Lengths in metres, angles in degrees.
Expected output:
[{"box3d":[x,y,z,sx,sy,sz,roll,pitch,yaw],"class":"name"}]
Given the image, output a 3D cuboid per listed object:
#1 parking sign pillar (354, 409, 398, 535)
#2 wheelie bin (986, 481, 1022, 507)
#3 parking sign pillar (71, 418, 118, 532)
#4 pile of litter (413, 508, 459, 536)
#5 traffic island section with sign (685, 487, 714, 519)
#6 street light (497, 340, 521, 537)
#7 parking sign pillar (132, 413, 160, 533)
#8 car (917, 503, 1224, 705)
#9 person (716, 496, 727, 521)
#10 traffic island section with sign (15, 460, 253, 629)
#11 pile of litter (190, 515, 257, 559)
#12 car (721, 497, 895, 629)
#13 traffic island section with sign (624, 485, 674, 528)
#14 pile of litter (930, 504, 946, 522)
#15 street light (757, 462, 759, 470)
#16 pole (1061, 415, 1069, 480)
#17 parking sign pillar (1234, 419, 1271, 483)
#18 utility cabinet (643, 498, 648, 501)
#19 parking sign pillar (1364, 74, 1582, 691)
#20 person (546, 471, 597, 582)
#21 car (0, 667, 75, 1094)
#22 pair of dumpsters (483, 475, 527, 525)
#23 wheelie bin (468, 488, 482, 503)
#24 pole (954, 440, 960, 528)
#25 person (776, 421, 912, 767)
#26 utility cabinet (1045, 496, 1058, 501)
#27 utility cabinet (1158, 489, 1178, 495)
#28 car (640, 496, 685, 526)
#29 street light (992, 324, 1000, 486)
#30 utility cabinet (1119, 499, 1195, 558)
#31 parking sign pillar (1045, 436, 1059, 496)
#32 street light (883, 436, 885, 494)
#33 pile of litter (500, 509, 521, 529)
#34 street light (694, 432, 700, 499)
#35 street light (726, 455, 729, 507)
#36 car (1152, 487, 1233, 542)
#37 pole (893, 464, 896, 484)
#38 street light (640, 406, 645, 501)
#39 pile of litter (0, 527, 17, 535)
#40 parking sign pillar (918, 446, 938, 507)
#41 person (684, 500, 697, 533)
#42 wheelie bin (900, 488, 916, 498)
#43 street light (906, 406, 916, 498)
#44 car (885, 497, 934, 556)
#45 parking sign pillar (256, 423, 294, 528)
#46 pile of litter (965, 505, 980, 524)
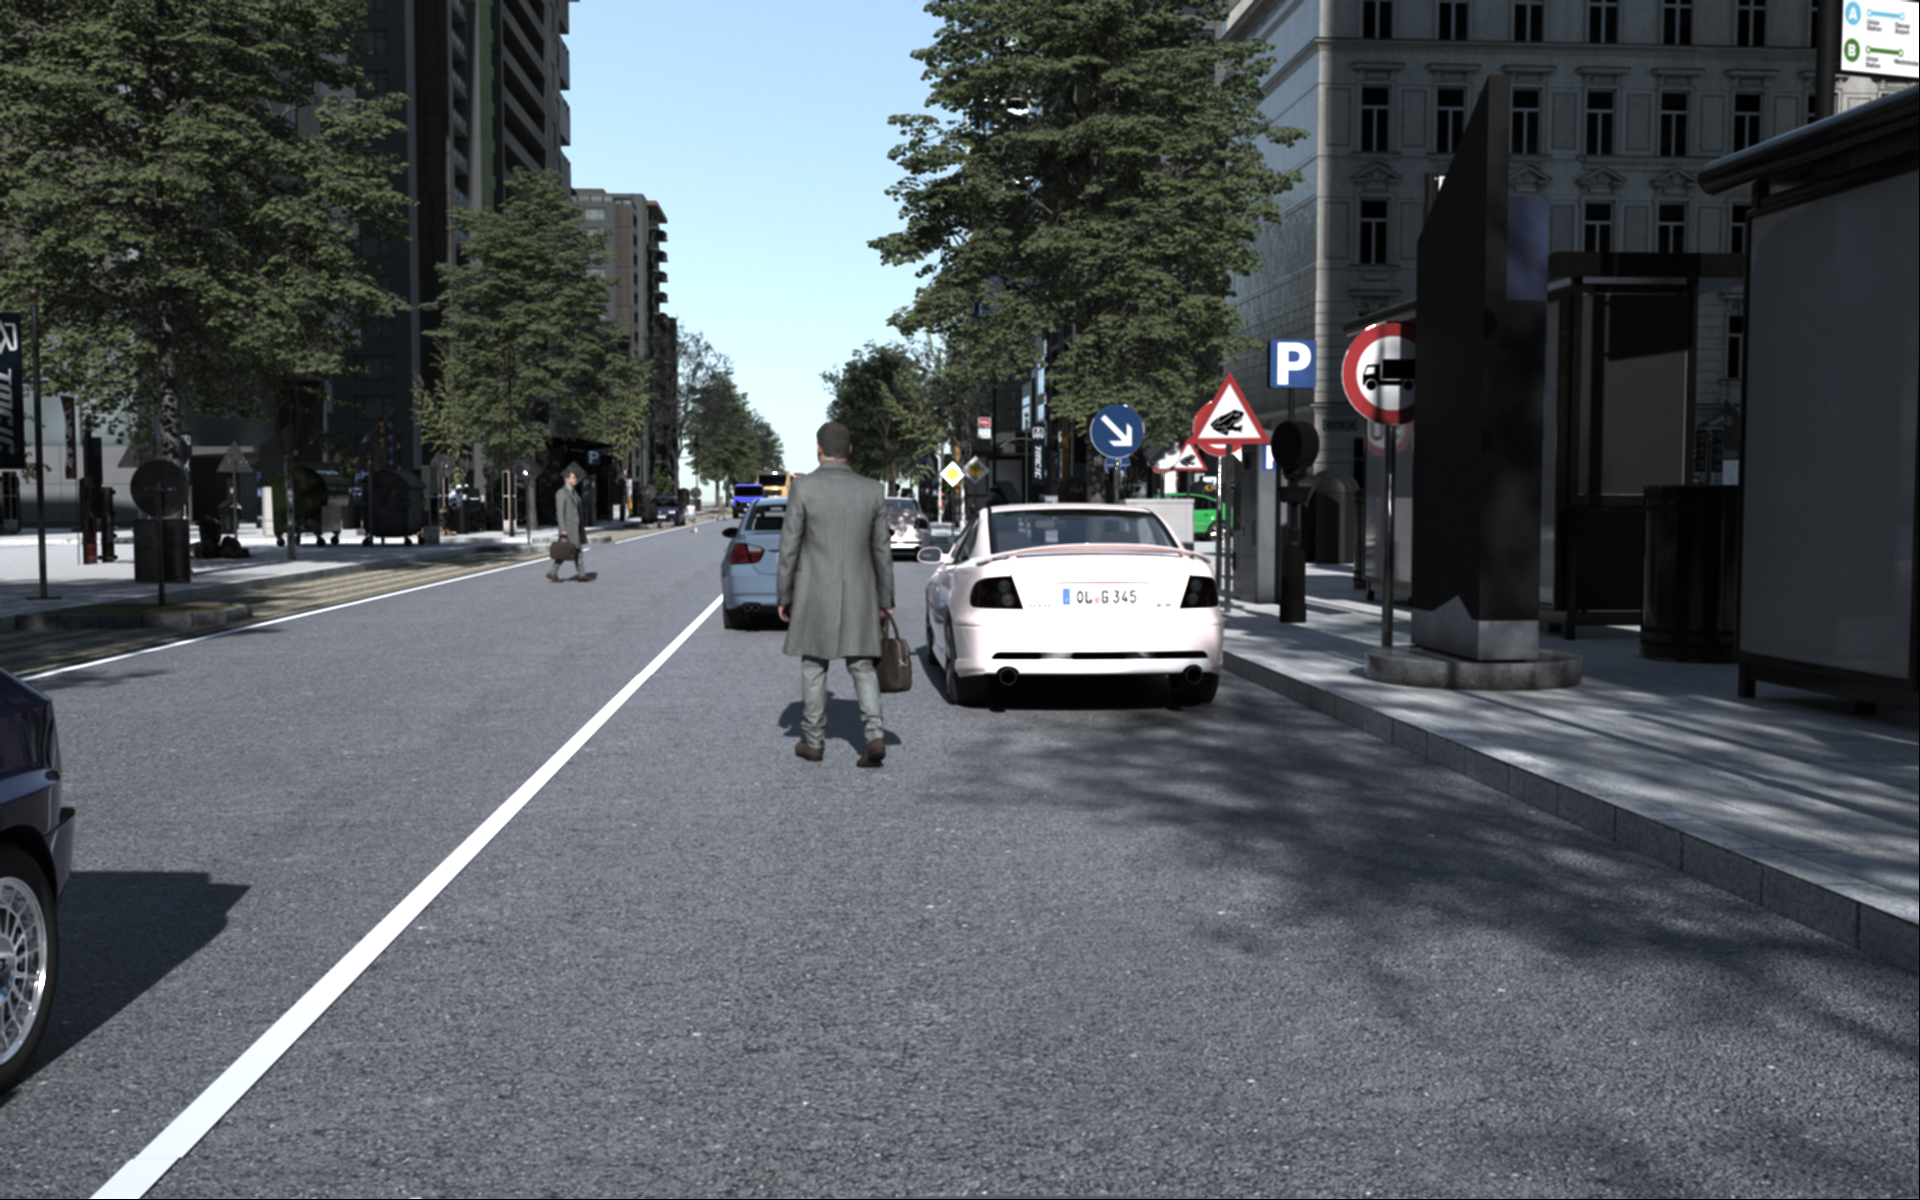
[{"box3d":[-18.265,-4.036,54.463,1.447,3.967,1.447,1,4,20],"class":"parking sign pillar"},{"box3d":[1.036,-2.080,41.920,0.693,1.594,0.980,2,4,35],"class":"wheelie bin"},{"box3d":[-29.830,-4.348,59.554,1.447,3.967,1.447,-2,4,-32],"class":"parking sign pillar"},{"box3d":[-16.217,-2.416,53.474,1.176,0.858,1.719,-3,5,-40],"class":"pile of litter"},{"box3d":[-15.387,-5.660,101.176,1.989,1.847,2.006,0,4,-4],"class":"traffic island section with sign"},{"box3d":[-13.512,-4.849,52.061,0.468,5.910,1.993,0,4,-4],"class":"street light"},{"box3d":[-27.014,-4.256,58.052,1.447,3.967,1.447,-2,4,-30],"class":"parking sign pillar"},{"box3d":[0.739,-0.053,13.221,2.083,1.381,4.827,0,4,-4],"class":"car"},{"box3d":[-12.850,-4.918,93.183,0.640,1.303,0.475,-2,4,-33],"class":"person"},{"box3d":[-9.057,-0.650,19.253,1.989,1.847,2.006,0,4,-4],"class":"traffic island section with sign"},{"box3d":[-15.051,-1.267,34.683,1.719,0.858,1.176,-1,4,-8],"class":"pile of litter"},{"box3d":[-1.734,-0.473,19.743,2.014,1.417,4.499,0,4,-4],"class":"car"},{"box3d":[-13.297,-4.007,74.144,1.989,1.847,2.006,0,4,-4],"class":"traffic island section with sign"},{"box3d":[-1.442,-4.052,80.214,1.719,0.858,1.176,1,4,15],"class":"pile of litter"},{"box3d":[-28.978,-16.910,249.270,0.468,5.910,1.993,0,4,-4],"class":"street light"},{"box3d":[2.645,-3.043,43.591,0.158,3.312,0.155,0,3,0],"class":"pole"},{"box3d":[10.621,-4.550,62.865,1.447,3.967,1.447,1,4,15],"class":"parking sign pillar"},{"box3d":[-17.076,-5.253,94.570,0.318,1.500,1.173,0,4,3],"class":"utility cabinet"},{"box3d":[3.543,-1.432,11.891,1.447,3.967,1.447,0,4,-5],"class":"parking sign pillar"},{"box3d":[-6.327,-1.196,28.157,0.767,1.812,0.694,1,4,10],"class":"person"},{"box3d":[-3.061,0.600,2.772,1.945,1.354,3.894,0,4,-3],"class":"car"},{"box3d":[-18.982,-4.308,72.924,1.574,2.255,4.437,0,4,-5],"class":"pair of dumpsters"},{"box3d":[-26.472,-5.269,94.052,0.980,1.594,0.693,-2,4,-29],"class":"wheelie bin"},{"box3d":[-0.115,-4.382,65.490,0.158,3.312,0.155,0,3,0],"class":"pole"},{"box3d":[-0.643,-0.036,9.191,0.694,1.812,0.767,-1,4,-21],"class":"person"},{"box3d":[3.592,-3.475,67.976,0.306,1.237,1.020,3,4,38],"class":"utility cabinet"},{"box3d":[9.720,-4.425,81.034,0.318,1.500,1.173,3,5,43],"class":"utility cabinet"},{"box3d":[-13.338,-3.997,77.927,1.945,1.354,3.894,0,4,-5],"class":"car"},{"box3d":[0.881,-4.374,44.308,0.468,5.910,1.993,0,4,-4],"class":"street light"},{"box3d":[2.752,-0.803,24.291,1.020,1.237,0.306,-1,4,-13],"class":"utility cabinet"},{"box3d":[4.207,-5.683,81.382,1.447,3.967,1.447,-1,4,-23],"class":"parking sign pillar"},{"box3d":[-5.531,-9.381,126.168,0.468,5.910,1.993,0,4,-4],"class":"street light"},{"box3d":[-16.952,-3.019,63.328,1.719,0.858,1.176,1,4,20],"class":"pile of litter"},{"box3d":[-19.480,-9.505,128.198,0.468,5.910,1.993,0,4,-4],"class":"street light"},{"box3d":[-22.520,-11.861,166.720,0.468,5.910,1.993,0,4,-4],"class":"street light"},{"box3d":[5.970,-2.516,49.930,4.718,1.807,1.959,0,4,-4],"class":"car"},{"box3d":[-4.528,-7.668,119.222,0.158,3.312,0.155,0,3,0],"class":"pole"},{"box3d":[-16.579,-7.188,90.308,0.468,5.910,1.993,0,4,-4],"class":"street light"},{"box3d":[-30.674,-2.497,54.798,1.719,0.858,1.176,0,4,0],"class":"pile of litter"},{"box3d":[-1.659,-6.253,90.701,1.447,3.967,1.447,-2,4,-34],"class":"parking sign pillar"},{"box3d":[-9.996,-3.100,64.204,0.505,1.210,0.382,0,4,-6],"class":"person"},{"box3d":[-2.935,-5.424,96.585,0.980,1.594,0.693,1,4,20],"class":"wheelie bin"},{"box3d":[-2.499,-7.042,87.918,0.468,5.910,1.993,0,4,-4],"class":"street light"},{"box3d":[-1.604,-1.602,38.552,2.083,1.381,4.827,0,4,-3],"class":"car"},{"box3d":[-26.011,-4.730,65.802,1.447,3.967,1.447,3,5,42],"class":"parking sign pillar"},{"box3d":[0.740,-3.626,73.244,1.176,0.858,1.719,-3,4,-37],"class":"pile of litter"}]
